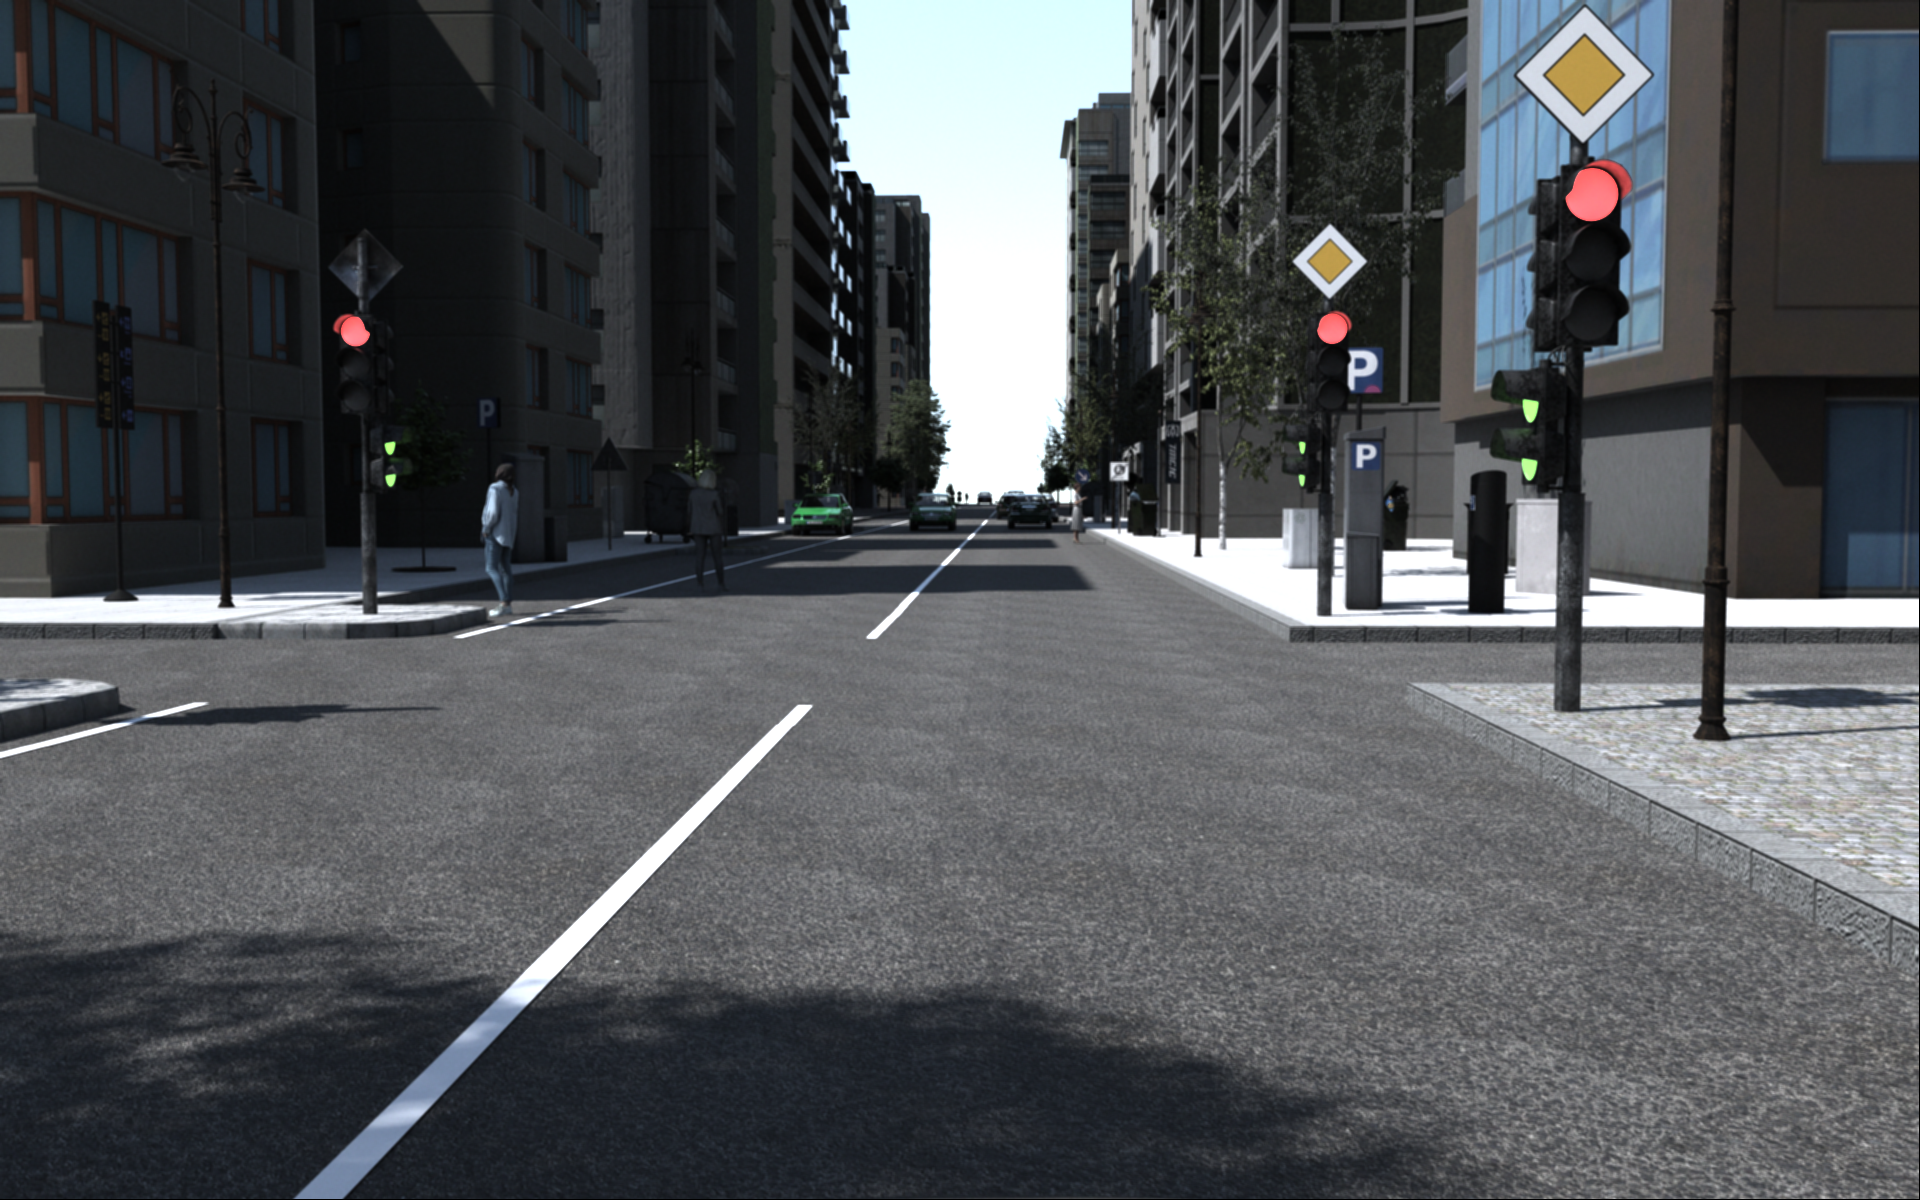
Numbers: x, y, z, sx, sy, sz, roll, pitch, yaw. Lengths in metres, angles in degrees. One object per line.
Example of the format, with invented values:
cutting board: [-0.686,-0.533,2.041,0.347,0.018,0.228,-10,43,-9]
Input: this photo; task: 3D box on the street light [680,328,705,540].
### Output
street light: [-7.440,-4.621,48.336,0.468,5.910,1.993,0,4,2]

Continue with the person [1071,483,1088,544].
person: [3.467,-2.503,49.987,0.524,1.755,0.480,1,4,17]

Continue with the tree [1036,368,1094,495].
tree: [7.431,-9.160,100.123,4.737,8.622,4.395,0,3,0]

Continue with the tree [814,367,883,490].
tree: [-6.503,-9.074,98.727,4.737,8.622,4.395,0,3,0]

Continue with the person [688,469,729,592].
person: [-3.722,-1.027,25.467,0.537,1.800,0.526,1,4,22]

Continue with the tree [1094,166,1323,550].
tree: [6.272,-5.456,39.560,4.737,8.622,4.395,0,3,0]

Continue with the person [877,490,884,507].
person: [-8.250,-10.117,173.548,1.348,1.869,0.705,-1,4,-23]

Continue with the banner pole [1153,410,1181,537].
banner pole: [6.205,-3.780,51.818,0.863,3.779,0.401,0,4,-2]

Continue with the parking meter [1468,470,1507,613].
parking meter: [5.705,-0.631,18.734,0.372,1.533,0.369,0,3,0]

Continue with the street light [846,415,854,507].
street light: [-6.040,-7.489,95.235,0.468,5.910,1.993,0,4,2]

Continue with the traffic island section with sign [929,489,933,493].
traffic island section with sign: [-2.492,-8.344,145.050,1.989,1.847,2.006,0,4,2]

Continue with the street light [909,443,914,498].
street light: [-4.216,-10.996,152.567,0.468,5.910,1.993,0,4,2]

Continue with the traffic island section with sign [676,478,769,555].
traffic island section with sign: [-5.630,-2.007,41.436,1.989,1.847,2.006,0,4,2]

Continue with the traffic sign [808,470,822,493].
traffic sign: [-6.287,-4.462,75.088,0.606,2.300,0.079,0,4,4]

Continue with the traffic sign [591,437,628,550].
traffic sign: [-7.998,-2.416,39.512,0.884,2.594,0.081,0,4,6]

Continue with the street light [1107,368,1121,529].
street light: [5.664,-5.568,63.818,0.468,5.910,1.993,0,4,2]

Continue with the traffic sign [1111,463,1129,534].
traffic sign: [5.141,-3.284,55.827,0.606,2.300,0.079,0,4,8]

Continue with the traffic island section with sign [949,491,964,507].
traffic island section with sign: [-0.816,-11.739,200.562,1.989,1.847,2.006,0,4,2]

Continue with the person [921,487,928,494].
person: [-1.685,-4.528,82.874,0.623,1.781,0.721,-2,4,-27]

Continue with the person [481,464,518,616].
person: [-5.431,-0.720,20.539,0.793,1.790,0.793,-1,4,-16]

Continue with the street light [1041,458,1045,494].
street light: [9.652,-13.622,195.508,0.468,5.910,1.993,0,4,2]

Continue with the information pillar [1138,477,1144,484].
information pillar: [7.806,-4.316,75.056,0.304,2.012,0.304,0,4,4]

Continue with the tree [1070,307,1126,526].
tree: [6.513,-7.256,68.995,4.360,8.622,3.978,0,3,0]

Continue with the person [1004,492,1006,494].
person: [5.752,-13.013,221.925,0.551,1.740,0.621,-2,4,-26]

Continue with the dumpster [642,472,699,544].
dumpster: [-7.560,-2.427,45.442,1.264,1.857,1.865,0,4,2]

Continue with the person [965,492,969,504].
person: [0.965,-14.064,238.983,0.617,1.759,0.750,-1,4,-16]

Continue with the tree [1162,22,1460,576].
tree: [5.606,-4.689,27.035,4.360,8.622,3.978,0,3,0]

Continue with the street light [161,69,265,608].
street light: [-8.308,-2.853,19.435,0.468,5.910,1.993,0,4,2]

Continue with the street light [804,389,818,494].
street light: [-6.588,-6.344,76.509,0.468,5.910,1.993,0,4,2]

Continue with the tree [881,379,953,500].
tree: [-4.007,-15.413,170.134,7.486,12.596,7.792,0,3,0]

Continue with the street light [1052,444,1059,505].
street light: [7.921,-10.249,140.365,0.468,5.910,1.993,0,4,2]

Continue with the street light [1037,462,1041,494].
street light: [10.521,-15.349,223.739,0.468,5.910,1.993,0,4,2]

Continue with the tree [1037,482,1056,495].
tree: [12.010,-14.701,234.956,1.663,3.219,1.824,0,3,0]

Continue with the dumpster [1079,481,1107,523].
dumpster: [6.026,-4.465,78.766,1.264,1.857,1.865,0,4,2]

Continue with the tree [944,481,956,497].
tree: [-1.290,-15.669,250.789,1.663,3.219,1.824,0,3,0]

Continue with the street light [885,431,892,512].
street light: [-5.073,-9.273,124.395,0.468,5.910,1.993,0,4,2]

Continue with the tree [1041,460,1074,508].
tree: [9.031,-10.791,160.145,4.285,4.588,4.351,0,3,0]

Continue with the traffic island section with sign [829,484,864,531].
traffic island section with sign: [-4.825,-3.655,68.380,1.989,1.847,2.006,0,4,2]

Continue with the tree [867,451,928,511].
tree: [-5.377,-9.019,131.168,4.285,4.588,4.351,0,3,0]

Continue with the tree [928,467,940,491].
tree: [-3.731,-12.675,190.944,4.285,4.588,4.351,0,3,0]

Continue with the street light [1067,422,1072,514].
street light: [7.166,-8.496,111.692,0.468,5.910,1.993,0,4,2]

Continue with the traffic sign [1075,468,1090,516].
traffic sign: [6.082,-5.256,86.041,0.768,2.556,0.104,0,4,3]

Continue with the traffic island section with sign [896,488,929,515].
traffic island section with sign: [-3.321,-6.696,118.108,1.989,1.847,2.006,0,4,2]

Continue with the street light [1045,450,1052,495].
street light: [8.868,-12.021,169.331,0.468,5.910,1.993,0,4,2]

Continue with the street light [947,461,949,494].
street light: [-1.660,-16.065,235.442,0.468,5.910,1.993,0,4,2]

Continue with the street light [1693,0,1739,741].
street light: [3.944,-2.209,8.906,0.468,5.910,1.993,0,4,2]

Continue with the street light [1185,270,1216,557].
street light: [4.874,-3.823,35.293,0.468,5.910,1.993,0,4,2]

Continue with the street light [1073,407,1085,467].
street light: [6.465,-7.319,92.452,0.468,5.910,1.993,0,4,2]

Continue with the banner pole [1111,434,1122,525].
banner pole: [6.559,-4.999,71.750,0.401,3.779,0.863,2,4,30]

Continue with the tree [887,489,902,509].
tree: [-5.398,-9.404,148.352,1.663,3.219,1.824,0,3,0]
